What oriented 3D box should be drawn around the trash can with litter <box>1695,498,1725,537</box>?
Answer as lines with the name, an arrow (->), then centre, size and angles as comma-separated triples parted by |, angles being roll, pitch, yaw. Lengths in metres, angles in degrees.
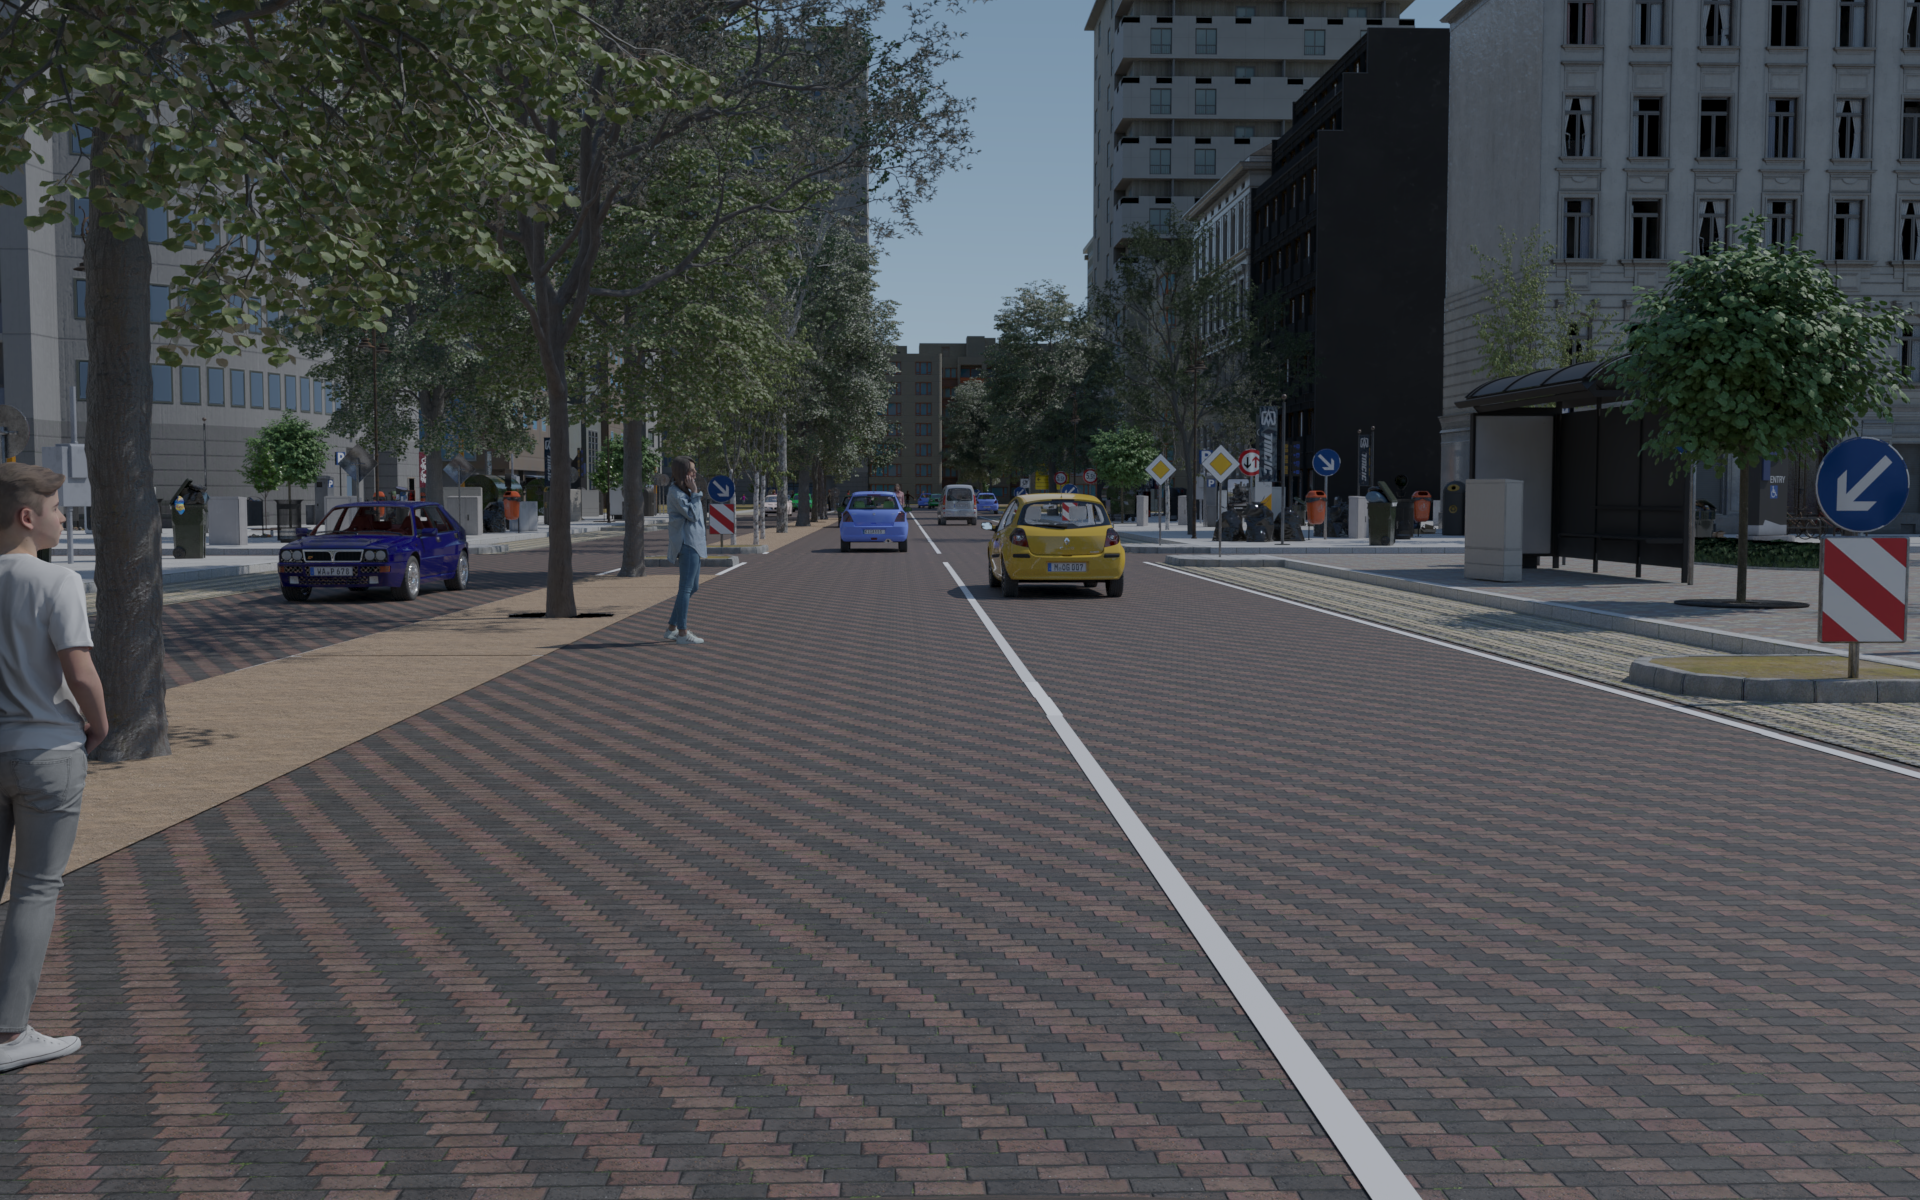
trash can with litter -> 19.747, -2.101, 45.734 | 1.055, 1.170, 0.624 | -2, 4, -31

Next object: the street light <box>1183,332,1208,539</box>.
street light -> 6.737, -4.702, 49.658 | 0.468, 5.910, 1.993 | 0, 4, -2

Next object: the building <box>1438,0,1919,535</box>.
building -> 26.752, -12.835, 59.008 | 18.267, 20.994, 9.793 | 0, 4, -2

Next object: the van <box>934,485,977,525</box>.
van -> -0.149, -4.493, 80.474 | 2.013, 2.044, 4.112 | 0, 4, -4

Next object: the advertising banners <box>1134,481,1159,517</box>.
advertising banners -> 10.337, -6.105, 95.997 | 2.074, 3.025, 0.090 | -1, 4, -20

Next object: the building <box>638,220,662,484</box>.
building -> -37.753, -24.672, 175.082 | 14.107, 30.474, 14.160 | 0, 4, -2

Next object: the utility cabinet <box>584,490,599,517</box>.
utility cabinet -> -20.845, -5.403, 97.021 | 1.173, 1.500, 0.318 | -2, 4, -24

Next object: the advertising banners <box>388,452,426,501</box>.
advertising banners -> -22.528, -4.569, 70.883 | 0.090, 3.025, 2.074 | 2, 4, 32

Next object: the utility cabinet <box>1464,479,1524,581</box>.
utility cabinet -> 7.885, -1.034, 25.579 | 0.318, 1.500, 1.173 | -1, 4, -11

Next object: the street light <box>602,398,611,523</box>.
street light -> -15.594, -6.360, 76.775 | 0.468, 5.910, 1.993 | 0, 4, -2

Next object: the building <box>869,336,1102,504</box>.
building -> 2.729, -23.360, 226.972 | 28.899, 21.520, 27.650 | 0, 4, -2

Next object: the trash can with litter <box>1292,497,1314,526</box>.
trash can with litter -> 13.756, -3.518, 68.900 | 1.055, 1.170, 0.624 | 2, 4, 32

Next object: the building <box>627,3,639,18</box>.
building -> -50.082, -47.826, 220.211 | 20.611, 71.187, 20.563 | 0, 4, -2

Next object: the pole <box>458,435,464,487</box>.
pole -> -17.278, -4.051, 60.071 | 0.158, 3.312, 0.155 | 0, 3, 0

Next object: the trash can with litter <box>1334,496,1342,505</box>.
trash can with litter -> 12.870, -2.951, 59.301 | 1.678, 1.210, 2.233 | 0, 4, 6

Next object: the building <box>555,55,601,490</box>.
building -> -39.336, -50.005, 130.253 | 22.319, 86.520, 31.000 | 0, 4, -2

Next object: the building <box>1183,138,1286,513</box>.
building -> 20.967, -17.109, 108.609 | 11.050, 23.489, 19.941 | 0, 4, -2

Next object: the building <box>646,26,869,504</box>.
building -> -25.696, -41.575, 221.750 | 28.212, 58.520, 21.231 | 0, 4, -2

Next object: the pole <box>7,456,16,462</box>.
pole -> -24.831, -3.150, 45.353 | 0.158, 3.312, 0.155 | 0, 3, 0

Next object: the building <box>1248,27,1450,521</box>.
building -> 22.910, -15.972, 90.816 | 12.332, 23.373, 15.834 | 0, 4, -2

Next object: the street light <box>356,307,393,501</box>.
street light -> -14.344, -4.265, 42.527 | 0.468, 5.910, 1.993 | 0, 4, -2

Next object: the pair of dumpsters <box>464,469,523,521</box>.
pair of dumpsters -> -17.507, -3.798, 64.593 | 1.574, 2.255, 4.437 | 0, 4, -2

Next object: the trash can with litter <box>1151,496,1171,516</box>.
trash can with litter -> 11.496, -5.522, 101.346 | 1.678, 1.210, 2.233 | 1, 4, 20

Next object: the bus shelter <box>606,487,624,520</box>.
bus shelter -> -16.938, -5.795, 88.672 | 2.014, 3.302, 5.546 | 0, 4, -2

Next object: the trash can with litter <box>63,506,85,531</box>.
trash can with litter -> -31.262, -3.021, 60.451 | 1.678, 1.210, 2.233 | 0, 4, 3

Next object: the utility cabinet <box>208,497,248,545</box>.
utility cabinet -> -18.387, -1.978, 43.501 | 1.020, 1.237, 0.306 | 1, 4, 22

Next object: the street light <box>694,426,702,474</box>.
street light -> -16.702, -8.445, 110.860 | 0.468, 5.910, 1.993 | 0, 4, -2

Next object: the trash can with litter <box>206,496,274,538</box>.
trash can with litter -> -21.191, -2.452, 51.146 | 2.233, 1.210, 1.678 | 0, 4, 0

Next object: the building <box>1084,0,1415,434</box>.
building -> 27.814, -35.484, 169.402 | 28.713, 52.752, 27.495 | 0, 4, -2

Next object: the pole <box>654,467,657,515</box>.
pole -> -18.595, -6.840, 105.676 | 0.158, 3.312, 0.155 | 0, 3, 0

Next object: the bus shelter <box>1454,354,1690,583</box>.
bus shelter -> 9.651, -2.041, 27.288 | 2.014, 3.302, 5.546 | 0, 4, -2

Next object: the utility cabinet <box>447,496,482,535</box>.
utility cabinet -> -15.397, -2.608, 53.795 | 1.020, 1.237, 0.306 | 1, 4, 10

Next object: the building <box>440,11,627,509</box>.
building -> -37.253, -30.839, 154.321 | 14.600, 45.320, 14.200 | 0, 4, -2

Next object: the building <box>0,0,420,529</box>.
building -> -38.090, -32.547, 74.135 | 21.231, 58.520, 28.212 | 0, 4, -2

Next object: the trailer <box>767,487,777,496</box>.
trailer -> -16.158, -8.712, 149.485 | 1.471, 1.999, 3.904 | 0, 4, -4

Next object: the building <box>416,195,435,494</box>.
building -> -32.721, -27.755, 103.904 | 14.600, 45.320, 14.200 | 0, 4, -2

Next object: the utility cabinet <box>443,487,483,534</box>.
utility cabinet -> -15.846, -2.847, 55.220 | 1.173, 1.500, 0.318 | -1, 4, -9

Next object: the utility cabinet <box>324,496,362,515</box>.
utility cabinet -> -20.037, -2.750, 56.125 | 1.020, 1.237, 0.306 | -2, 4, -31

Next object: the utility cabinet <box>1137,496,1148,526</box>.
utility cabinet -> 7.297, -3.551, 69.220 | 0.306, 1.237, 1.020 | 1, 4, 16

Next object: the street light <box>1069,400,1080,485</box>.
street light -> 5.548, -6.786, 83.740 | 0.468, 5.910, 1.993 | 0, 4, -2

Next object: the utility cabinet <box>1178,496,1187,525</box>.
utility cabinet -> 9.292, -3.671, 71.184 | 0.306, 1.237, 1.020 | -1, 4, -17

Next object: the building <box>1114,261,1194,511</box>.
building -> 28.234, -18.175, 142.208 | 27.650, 21.520, 28.899 | 0, 4, -2

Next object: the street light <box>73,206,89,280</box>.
street light -> -13.758, -3.386, 28.147 | 0.468, 5.910, 1.993 | 0, 4, -2

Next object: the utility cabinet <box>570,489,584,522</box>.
utility cabinet -> -17.801, -4.324, 79.383 | 0.318, 1.500, 1.173 | 1, 4, 19

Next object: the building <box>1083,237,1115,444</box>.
building -> 29.401, -32.862, 229.179 | 23.993, 40.220, 32.217 | 0, 4, -2
